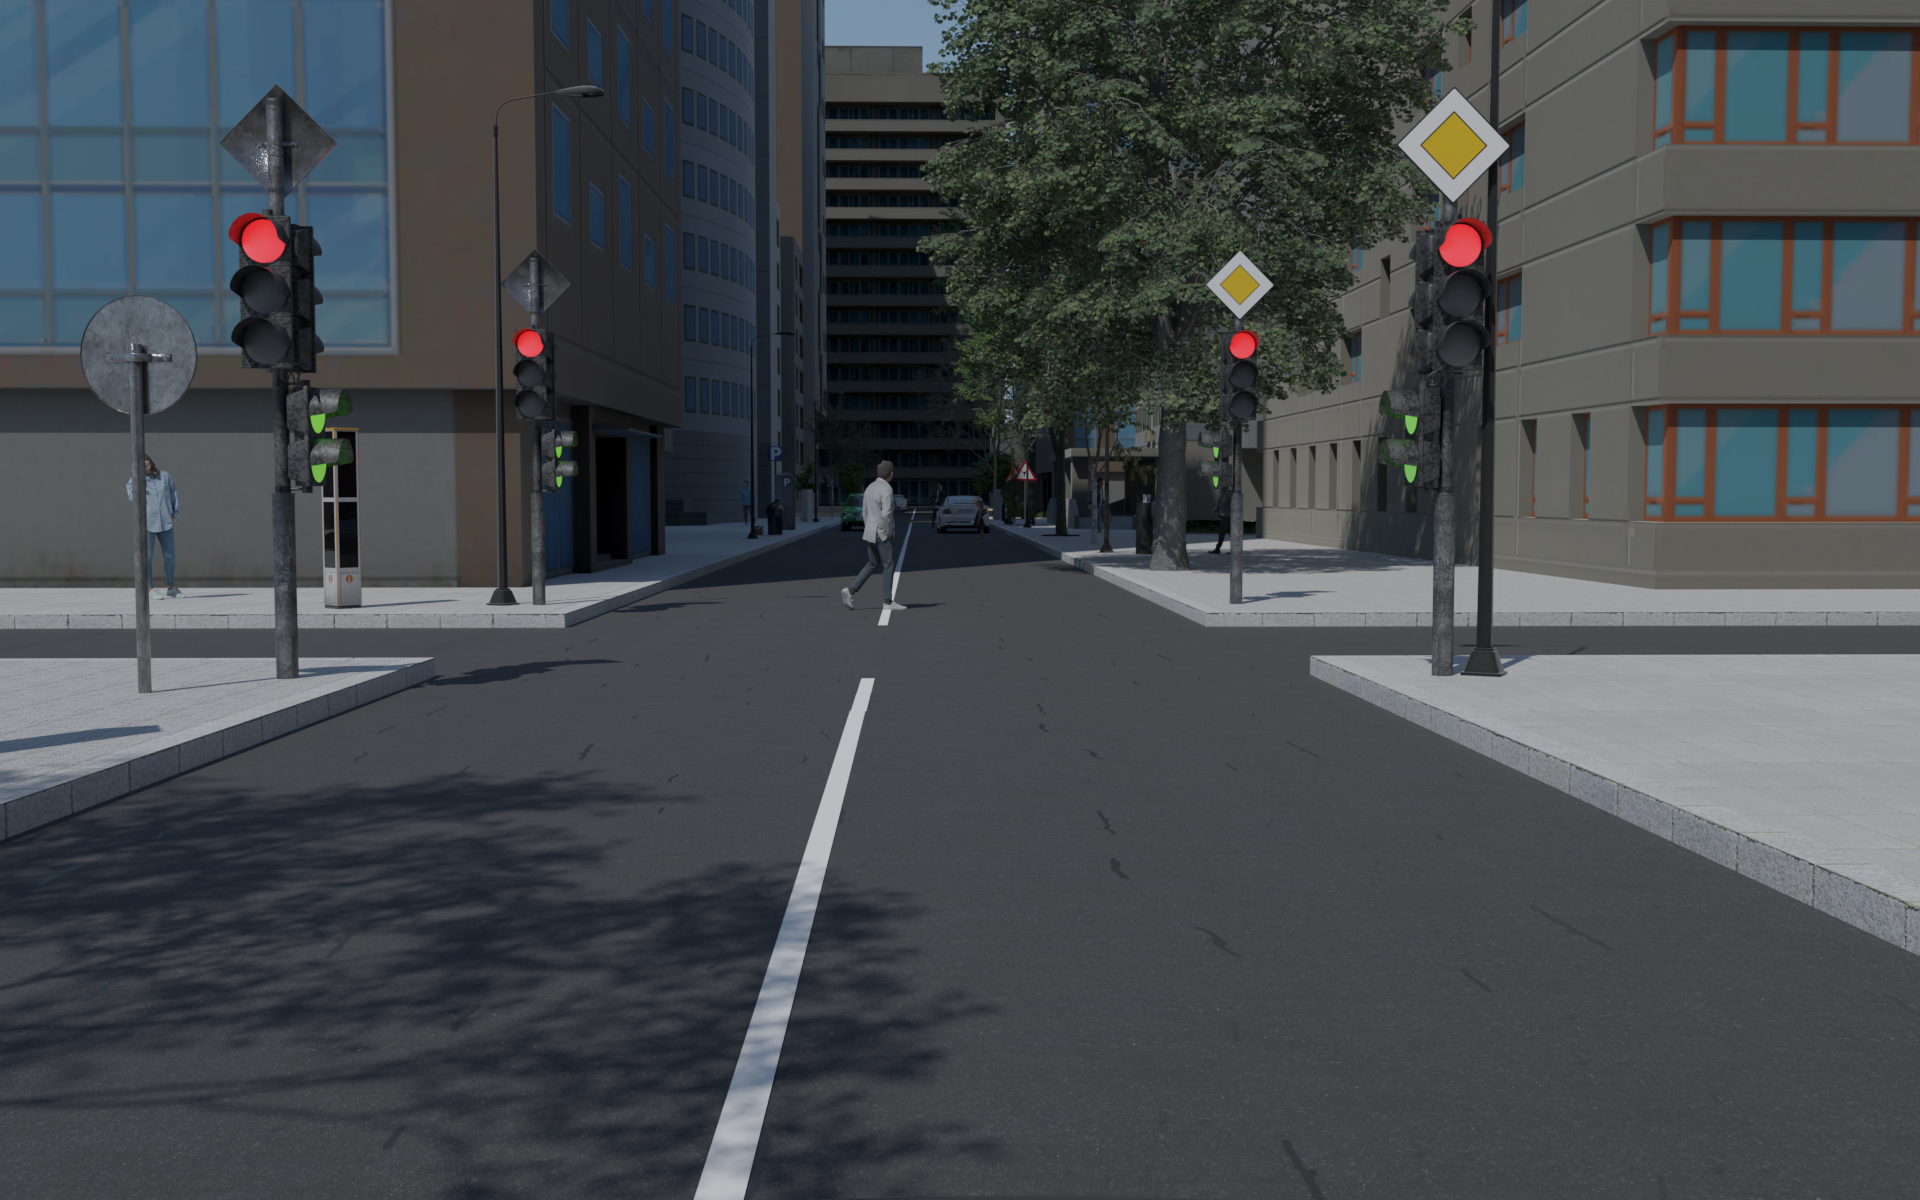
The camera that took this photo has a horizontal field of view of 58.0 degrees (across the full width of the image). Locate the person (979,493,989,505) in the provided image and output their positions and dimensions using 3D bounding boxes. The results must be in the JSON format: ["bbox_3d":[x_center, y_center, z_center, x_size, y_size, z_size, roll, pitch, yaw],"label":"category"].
[{"bbox_3d":[2.158,-9.353,159.788,1.217,1.723,0.721,-2,4,-27],"label":"person"}]

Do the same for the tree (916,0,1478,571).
[{"bbox_3d":[3.469,-7.472,28.829,9.857,13.997,8.962,0,3,0],"label":"tree"}]

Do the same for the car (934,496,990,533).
[{"bbox_3d":[0.092,-3.214,64.909,2.083,1.381,4.827,0,4,-3],"label":"car"}]

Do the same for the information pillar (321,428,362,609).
[{"bbox_3d":[-6.936,-0.912,19.411,0.304,2.012,0.304,3,5,40],"label":"information pillar"}]

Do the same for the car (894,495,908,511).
[{"bbox_3d":[-5.401,-8.123,145.165,2.083,1.381,4.827,0,4,0],"label":"car"}]

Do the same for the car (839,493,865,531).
[{"bbox_3d":[-3.741,-3.649,68.457,1.959,1.807,4.718,0,3,0],"label":"car"}]

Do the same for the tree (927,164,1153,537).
[{"bbox_3d":[2.912,-7.743,52.349,9.928,11.665,9.643,0,3,0],"label":"tree"}]

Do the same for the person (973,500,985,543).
[{"bbox_3d":[0.560,-2.310,50.937,0.373,1.253,0.362,1,4,9],"label":"person"}]

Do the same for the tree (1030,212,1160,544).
[{"bbox_3d":[3.534,-5.745,44.287,4.737,8.622,4.395,0,3,0],"label":"tree"}]

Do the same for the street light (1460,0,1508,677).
[{"bbox_3d":[3.184,-2.421,12.126,1.470,5.913,1.316,0,4,-1],"label":"street light"}]

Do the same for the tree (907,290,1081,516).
[{"bbox_3d":[1.937,-11.728,102.124,12.009,13.543,11.850,0,3,0],"label":"tree"}]

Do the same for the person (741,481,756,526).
[{"bbox_3d":[-8.437,-3.866,69.274,0.660,1.820,0.620,1,4,19],"label":"person"}]

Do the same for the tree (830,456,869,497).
[{"bbox_3d":[-9.450,-10.034,147.762,4.285,4.588,4.351,0,3,0],"label":"tree"}]

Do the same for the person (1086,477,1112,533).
[{"bbox_3d":[4.541,-3.077,56.343,0.794,1.824,0.713,-3,4,-38],"label":"person"}]

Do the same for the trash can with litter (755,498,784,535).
[{"bbox_3d":[-6.019,-2.611,54.074,1.055,1.170,0.624,0,4,1],"label":"trash can with litter"}]

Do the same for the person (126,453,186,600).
[{"bbox_3d":[-9.777,-0.903,21.064,0.793,1.790,0.793,1,4,18],"label":"person"}]

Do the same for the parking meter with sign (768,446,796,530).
[{"bbox_3d":[-6.362,-4.040,62.321,0.543,3.016,1.738,-2,4,-25],"label":"parking meter with sign"}]

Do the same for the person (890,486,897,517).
[{"bbox_3d":[-2.968,-3.908,72.737,0.601,1.785,0.444,3,4,37],"label":"person"}]

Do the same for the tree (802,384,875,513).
[{"bbox_3d":[-8.333,-10.127,115.938,4.360,8.622,3.978,0,3,0],"label":"tree"}]

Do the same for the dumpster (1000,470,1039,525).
[{"bbox_3d":[2.474,-4.256,72.075,1.502,2.255,1.985,0,4,-1],"label":"dumpster"}]

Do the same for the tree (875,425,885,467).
[{"bbox_3d":[-9.479,-13.436,170.040,4.360,8.622,3.978,0,3,0],"label":"tree"}]

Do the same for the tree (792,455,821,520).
[{"bbox_3d":[-7.545,-5.656,87.080,1.663,3.219,1.824,0,3,0],"label":"tree"}]

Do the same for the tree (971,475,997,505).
[{"bbox_3d":[1.964,-8.147,127.799,1.663,3.219,1.824,0,3,0],"label":"tree"}]

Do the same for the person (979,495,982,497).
[{"bbox_3d":[2.147,-10.151,172.024,0.705,1.823,1.348,-1,4,-18],"label":"person"}]

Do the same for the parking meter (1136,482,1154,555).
[{"bbox_3d":[3.911,-1.729,36.687,0.372,1.533,0.369,0,3,0],"label":"parking meter"}]

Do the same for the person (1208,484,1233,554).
[{"bbox_3d":[5.586,-1.853,36.739,0.834,1.777,0.661,-1,4,-18],"label":"person"}]

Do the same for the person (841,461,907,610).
[{"bbox_3d":[-1.049,-0.793,21.317,0.795,1.843,0.661,-2,4,-27],"label":"person"}]

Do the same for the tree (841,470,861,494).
[{"bbox_3d":[-8.631,-8.815,138.734,1.663,3.219,1.824,0,3,0],"label":"tree"}]

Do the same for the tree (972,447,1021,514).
[{"bbox_3d":[2.591,-7.985,114.270,4.285,4.588,4.351,0,3,0],"label":"tree"}]

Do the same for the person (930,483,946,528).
[{"bbox_3d":[-0.922,-4.043,73.968,0.648,1.900,0.474,-1,4,-17],"label":"person"}]
